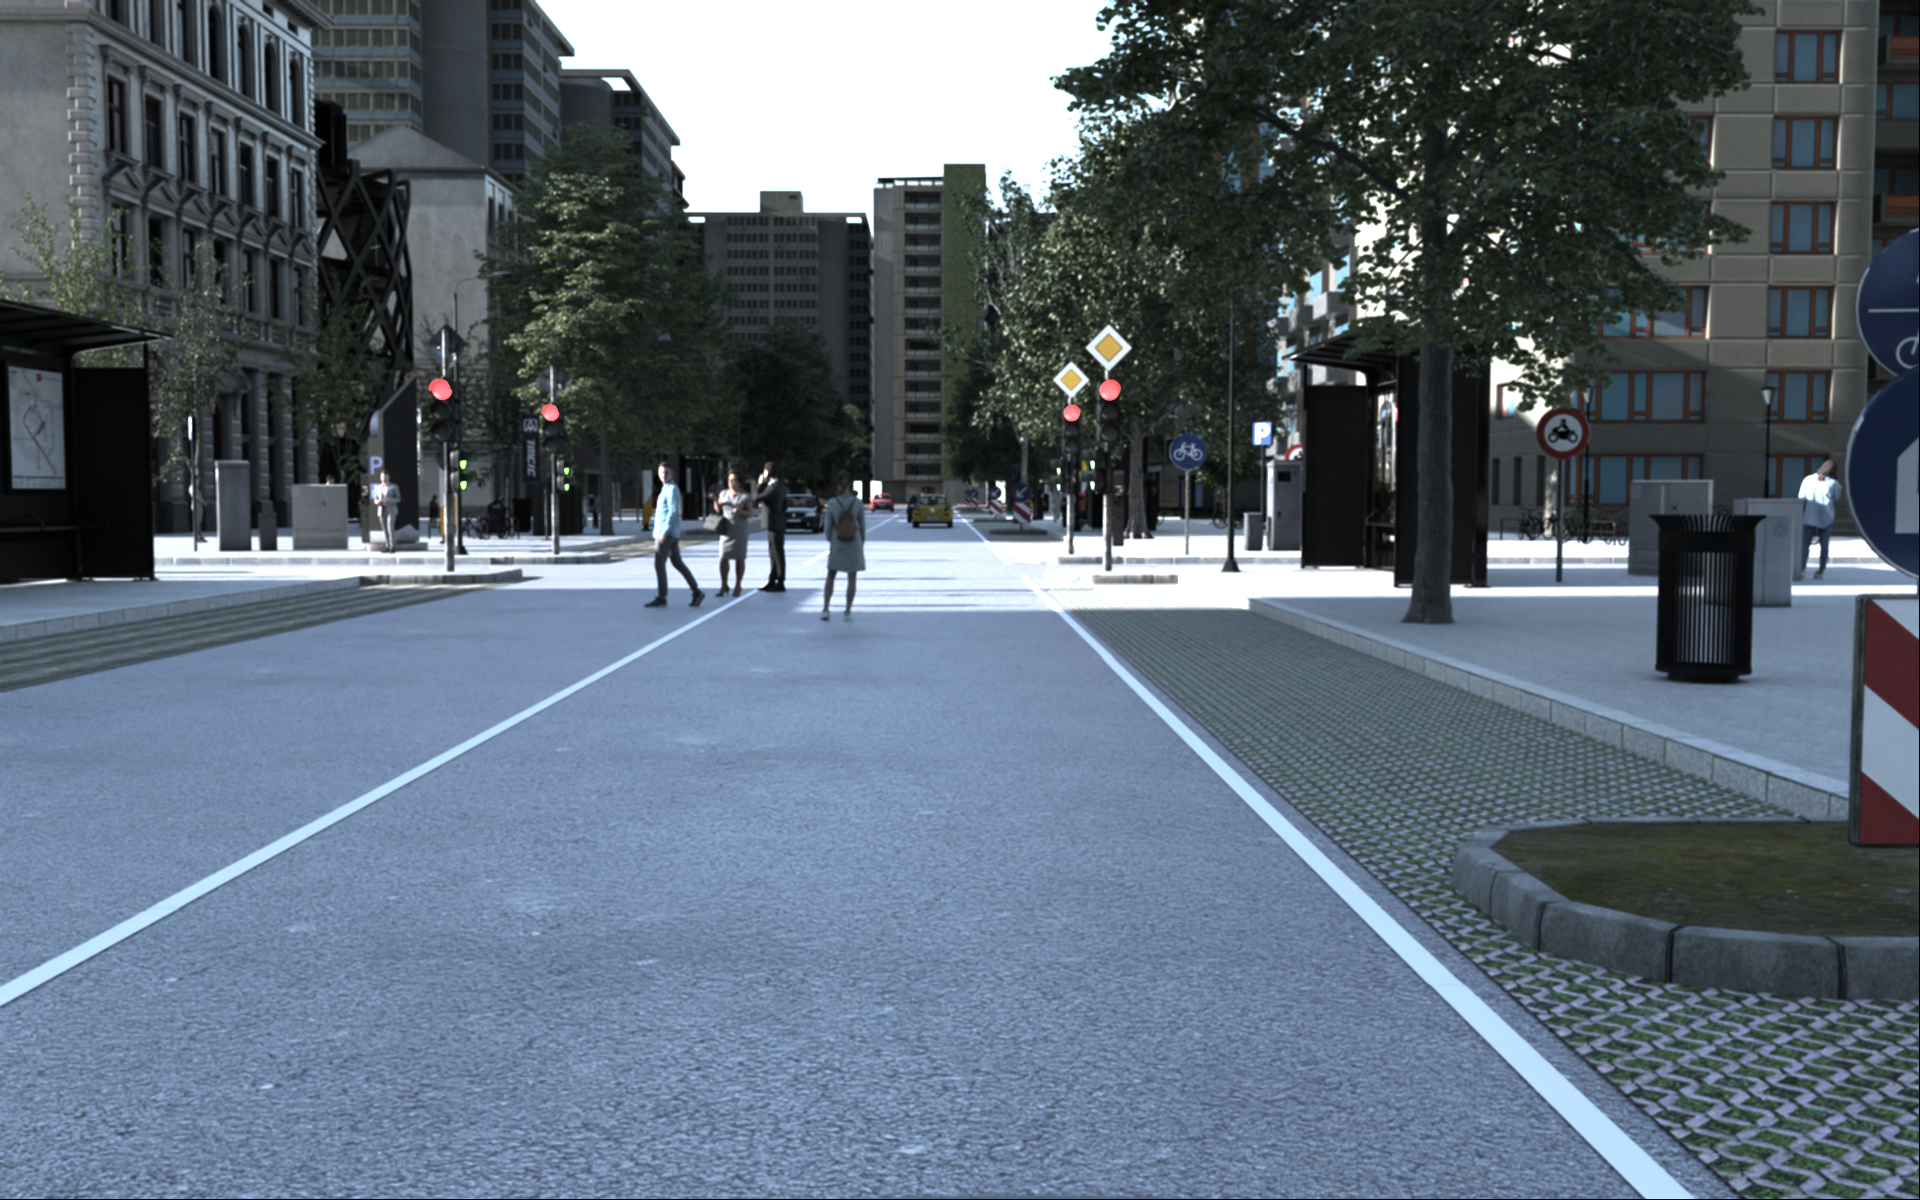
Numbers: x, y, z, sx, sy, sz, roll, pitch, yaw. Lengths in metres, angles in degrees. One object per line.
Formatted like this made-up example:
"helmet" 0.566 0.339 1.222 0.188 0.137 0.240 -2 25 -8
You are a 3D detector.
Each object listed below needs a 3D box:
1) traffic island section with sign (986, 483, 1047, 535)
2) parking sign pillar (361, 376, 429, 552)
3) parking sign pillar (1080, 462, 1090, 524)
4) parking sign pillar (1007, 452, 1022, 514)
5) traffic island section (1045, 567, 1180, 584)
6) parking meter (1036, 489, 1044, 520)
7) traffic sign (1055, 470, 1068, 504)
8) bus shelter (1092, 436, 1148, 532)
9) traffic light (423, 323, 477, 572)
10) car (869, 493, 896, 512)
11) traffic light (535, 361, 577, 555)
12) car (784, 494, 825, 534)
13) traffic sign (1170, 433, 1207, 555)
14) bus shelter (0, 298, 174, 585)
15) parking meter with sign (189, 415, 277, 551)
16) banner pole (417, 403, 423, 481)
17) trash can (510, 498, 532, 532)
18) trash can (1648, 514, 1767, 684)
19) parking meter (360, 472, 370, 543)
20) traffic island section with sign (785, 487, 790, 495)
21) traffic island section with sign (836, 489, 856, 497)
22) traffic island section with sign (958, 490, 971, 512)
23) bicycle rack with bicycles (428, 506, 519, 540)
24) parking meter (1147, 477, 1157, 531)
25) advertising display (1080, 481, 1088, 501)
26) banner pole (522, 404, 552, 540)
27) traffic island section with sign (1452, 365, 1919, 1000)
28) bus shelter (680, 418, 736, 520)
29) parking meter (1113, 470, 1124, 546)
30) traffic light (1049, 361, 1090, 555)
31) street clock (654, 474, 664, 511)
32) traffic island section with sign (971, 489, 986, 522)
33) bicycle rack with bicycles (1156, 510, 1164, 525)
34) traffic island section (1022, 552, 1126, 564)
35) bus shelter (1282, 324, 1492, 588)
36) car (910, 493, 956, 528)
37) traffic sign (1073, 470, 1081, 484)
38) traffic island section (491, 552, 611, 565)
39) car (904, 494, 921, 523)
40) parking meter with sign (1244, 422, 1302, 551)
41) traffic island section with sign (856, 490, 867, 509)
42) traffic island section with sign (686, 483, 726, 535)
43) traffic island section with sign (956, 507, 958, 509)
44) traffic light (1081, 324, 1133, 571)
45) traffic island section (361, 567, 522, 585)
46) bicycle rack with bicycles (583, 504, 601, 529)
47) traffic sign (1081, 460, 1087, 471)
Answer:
"traffic island section with sign" 2.041 -3.228 61.406 1.989 1.847 2.006 0 4 -1
"parking sign pillar" -12.806 -3.100 39.152 1.447 3.967 1.447 1 4 16
"parking sign pillar" 5.722 -5.233 74.036 1.447 3.967 1.447 0 4 1
"parking sign pillar" 3.689 -7.403 109.512 1.447 3.967 1.447 -1 4 -16
"traffic island section" 2.473 -0.400 28.825 2.009 0.180 2.903 0 4 -1
"parking meter" 4.003 -4.791 86.749 0.372 1.533 0.369 0 3 0
"traffic sign" 5.046 -5.190 84.955 0.768 2.556 0.104 0 4 7
"bus shelter" 5.342 -4.190 59.794 1.731 3.624 6.357 0 4 -1
"traffic light" -8.428 -2.424 28.551 0.839 4.253 0.868 0 4 -1
"car" -6.293 -8.081 141.169 2.155 1.783 4.494 0 4 -1
"traffic light" -8.534 -2.912 36.535 0.839 4.253 0.868 0 4 -1
"car" -5.966 -3.316 64.004 2.009 1.686 4.222 0 4 0
"traffic sign" 4.752 -2.206 36.177 0.768 2.556 0.104 0 4 0
"bus shelter" -12.395 -1.913 22.555 1.731 3.624 6.357 0 4 -1
"parking meter with sign" -16.364 -2.615 39.024 1.738 3.016 0.543 -2 4 -30
"banner pole" -13.287 -3.185 42.091 0.863 3.779 0.401 3 5 39
"trash can" -14.705 -2.845 58.162 0.748 1.137 0.748 0 3 0
"trash can" 5.123 -0.016 11.912 0.748 1.137 0.748 0 3 0
"parking meter" -15.571 -2.440 45.603 0.255 1.863 0.399 1 4 15
"traffic island section with sign" -8.932 -4.869 88.228 1.989 1.847 2.006 0 4 -1
"traffic island section with sign" -9.615 -7.990 139.259 1.989 1.847 2.006 0 4 -1
"traffic island section with sign" 1.016 -7.950 138.605 1.989 1.847 2.006 0 4 -1
"bicycle rack with bicycles" -13.782 -2.232 49.880 2.852 0.926 2.925 2 4 23
"parking meter" 6.684 -3.359 60.635 0.255 1.863 0.399 -2 4 -24
"advertising display" 6.357 -4.912 85.525 0.974 1.923 0.123 -2 4 -24
"banner pole" -11.727 -3.549 48.037 0.863 3.779 0.401 -1 4 -8
"traffic island section with sign" 2.785 0.172 5.820 1.989 1.847 2.006 0 4 -1
"bus shelter" -13.101 -6.810 88.967 2.179 5.291 8.768 0 4 -1
"parking meter" 3.891 -2.252 42.530 0.255 1.863 0.399 1 4 10
"traffic light" 2.326 -2.922 36.695 0.839 4.253 0.868 0 4 -1
"street clock" -11.031 -3.608 63.562 0.358 2.002 0.471 -2 4 -35
"traffic island section with sign" 1.682 -4.880 88.421 1.989 1.847 2.006 0 4 -1
"bicycle rack with bicycles" 6.629 -3.494 70.508 2.925 0.926 2.852 1 4 19
"traffic island section" 2.366 -0.889 36.810 2.009 0.180 2.903 0 4 -1
"bus shelter" 6.417 -2.166 26.694 1.731 3.624 6.357 0 4 -1
"car" -1.163 -3.959 74.952 2.015 1.641 3.980 0 4 0
"traffic sign" 6.043 -5.466 89.469 0.768 2.556 0.104 0 4 3
"traffic island section" -8.574 -0.880 36.669 2.009 0.180 2.903 0 4 -1
"car" -1.845 -4.825 88.672 2.009 1.686 4.222 0 4 -1
"parking meter with sign" 7.299 -2.614 39.005 1.738 3.016 0.543 0 4 -5
"traffic island section with sign" -9.971 -9.638 166.212 1.989 1.847 2.006 0 4 -1
"traffic island section with sign" -8.578 -3.220 61.275 1.989 1.847 2.006 0 4 -1
"traffic island section with sign" 0.656 -9.598 165.558 1.989 1.847 2.006 0 4 -1
"traffic light" 2.432 -2.434 28.711 0.839 4.253 0.868 0 4 -1
"traffic island section" -8.468 -0.392 28.685 2.009 0.180 2.903 0 4 -1
"bicycle rack with bicycles" -14.018 -3.063 63.463 2.852 0.926 2.925 -2 4 -25
"traffic sign" 7.297 -5.754 87.955 2.265 3.308 0.079 0 4 3
